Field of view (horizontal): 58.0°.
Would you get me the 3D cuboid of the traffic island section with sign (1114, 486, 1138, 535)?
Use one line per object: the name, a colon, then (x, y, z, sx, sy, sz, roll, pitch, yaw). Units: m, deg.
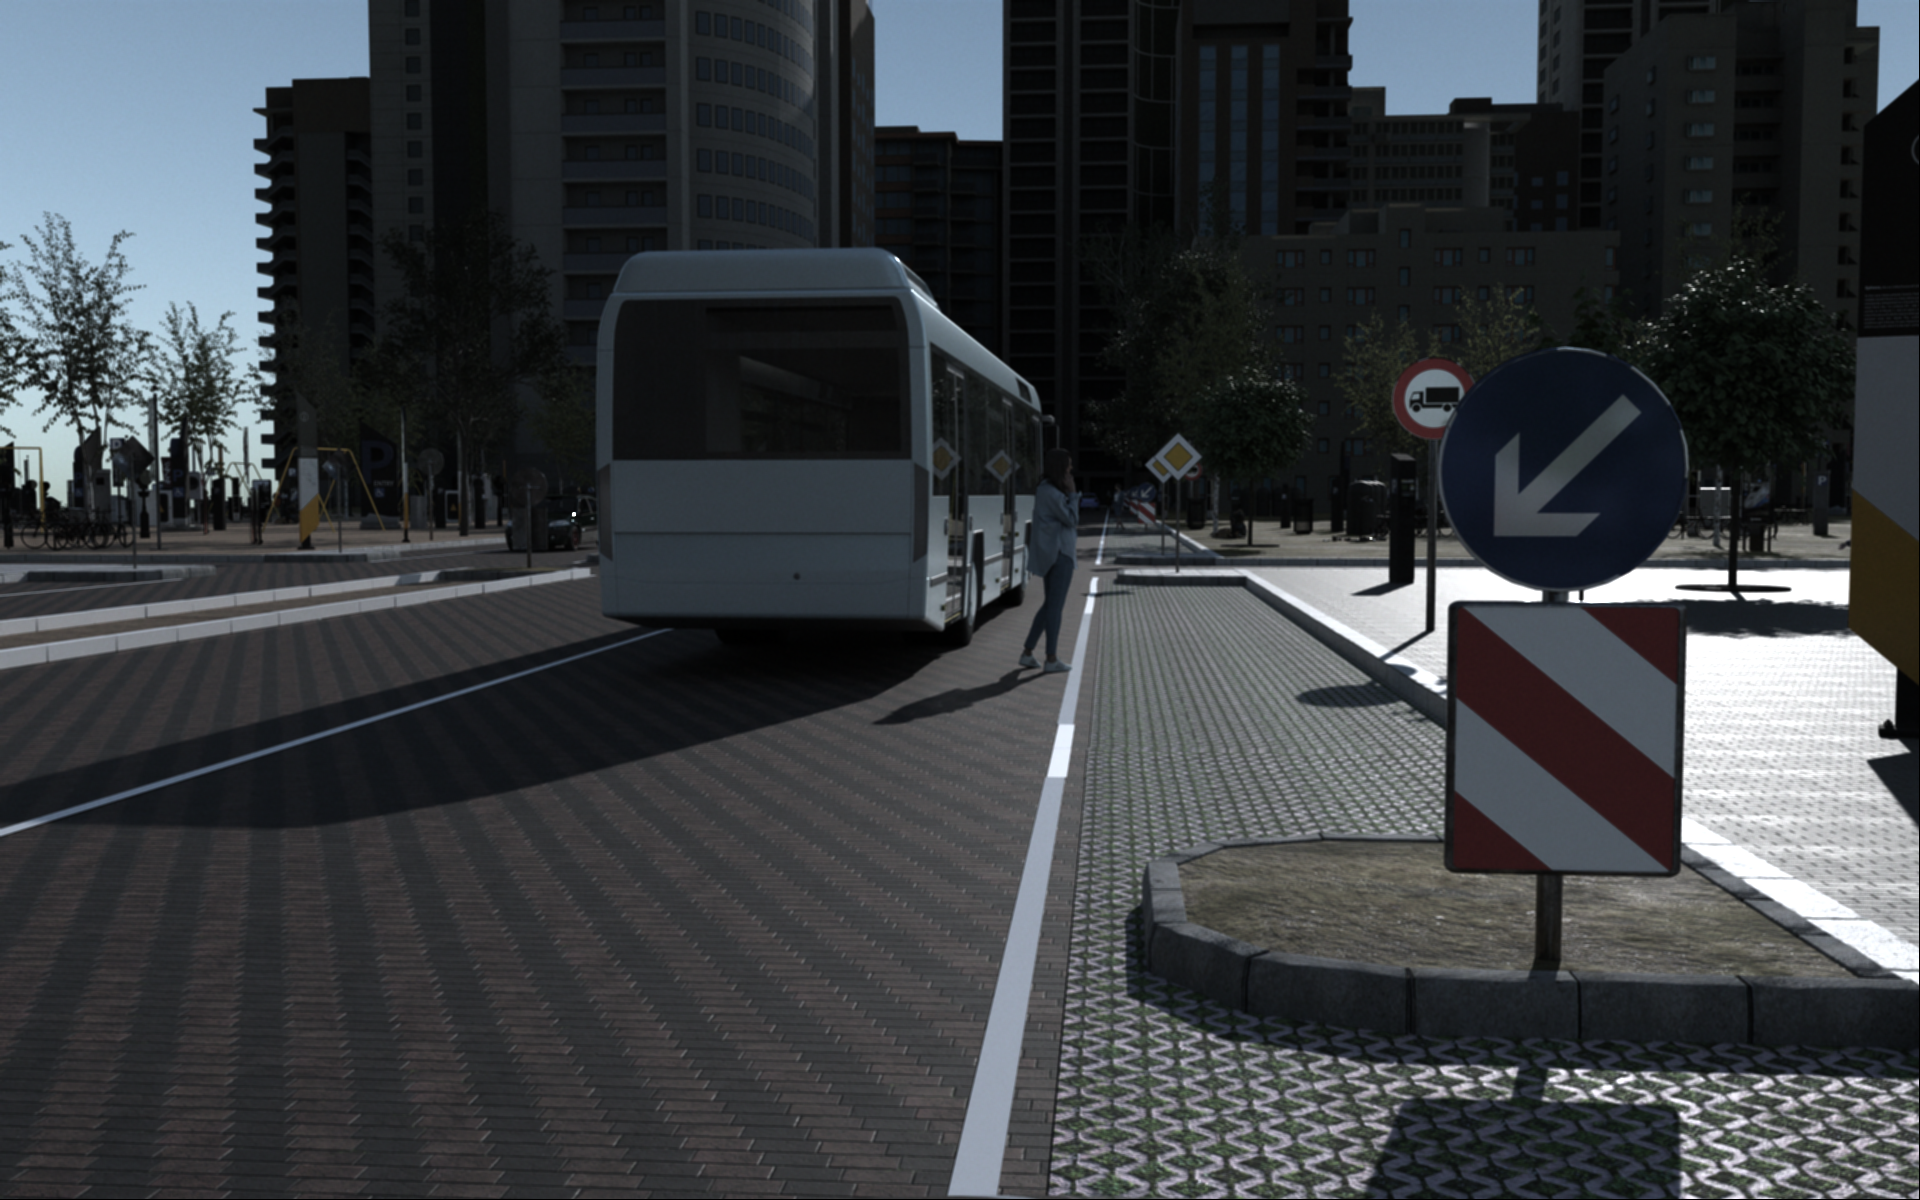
traffic island section with sign: (6.436, -3.198, 60.918, 1.989, 1.847, 2.006, 0, 4, 5)

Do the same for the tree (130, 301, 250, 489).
tree: (-28.808, -7.044, 65.539, 4.737, 8.622, 4.395, 0, 3, 0)

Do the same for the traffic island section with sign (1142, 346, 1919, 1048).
traffic island section with sign: (1.587, 0.193, 5.467, 1.989, 1.847, 2.006, 0, 4, 5)

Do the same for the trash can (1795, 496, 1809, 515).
trash can: (51.320, -5.745, 105.581, 0.748, 1.137, 0.748, 0, 3, 0)

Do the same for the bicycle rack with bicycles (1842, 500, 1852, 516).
bicycle rack with bicycles: (52.085, -5.279, 99.698, 2.852, 0.926, 2.925, 3, 5, 42)

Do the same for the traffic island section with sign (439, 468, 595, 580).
traffic island section with sign: (-7.550, -1.308, 29.523, 2.006, 1.907, 1.989, 0, 4, 5)

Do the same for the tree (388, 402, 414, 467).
tree: (-31.766, -9.308, 102.548, 4.360, 8.622, 3.978, 0, 3, 0)

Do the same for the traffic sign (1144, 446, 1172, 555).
traffic sign: (4.246, -1.991, 36.194, 0.795, 2.450, 0.064, 0, 4, 5)

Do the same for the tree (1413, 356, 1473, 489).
tree: (25.779, -8.690, 92.447, 4.737, 8.622, 4.395, 0, 3, 0)

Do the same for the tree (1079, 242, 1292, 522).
tree: (10.714, -9.903, 78.930, 9.611, 12.733, 9.660, 0, 3, 0)

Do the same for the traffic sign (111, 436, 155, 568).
traffic sign: (-14.225, -1.600, 29.808, 0.795, 2.450, 0.064, 0, 4, 5)

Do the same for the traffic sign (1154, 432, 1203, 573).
traffic sign: (3.550, -1.504, 28.239, 0.795, 2.450, 0.064, 0, 4, 5)

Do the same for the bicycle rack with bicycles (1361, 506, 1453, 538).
bicycle rack with bicycles: (13.370, -2.352, 51.834, 2.925, 0.926, 2.852, 0, 4, -4)

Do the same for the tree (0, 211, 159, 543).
tree: (-22.856, -5.796, 45.130, 4.360, 8.622, 3.978, 0, 3, 0)

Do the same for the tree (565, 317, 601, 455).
tree: (-13.770, -7.372, 70.896, 4.360, 8.622, 3.978, 0, 3, 0)

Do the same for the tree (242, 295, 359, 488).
tree: (-24.049, -6.935, 63.753, 4.360, 8.622, 3.978, 0, 3, 0)

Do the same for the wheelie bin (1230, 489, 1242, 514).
wheelie bin: (16.413, -5.780, 102.404, 0.980, 1.594, 0.693, 3, 5, 40)

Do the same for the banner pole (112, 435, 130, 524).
banner pole: (-35.535, -5.103, 73.456, 0.401, 3.779, 0.863, 3, 5, 41)

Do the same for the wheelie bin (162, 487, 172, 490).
wheelie bin: (-36.534, -4.410, 80.005, 0.693, 1.594, 0.980, 1, 4, 21)

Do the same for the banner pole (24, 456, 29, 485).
banner pole: (-60.475, -7.478, 112.284, 0.401, 3.779, 0.863, -1, 4, -9)

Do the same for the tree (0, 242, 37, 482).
tree: (-27.211, -5.923, 47.199, 4.737, 8.622, 4.395, 0, 3, 0)

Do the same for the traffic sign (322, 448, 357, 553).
traffic sign: (-13.529, -2.087, 37.763, 0.795, 2.450, 0.064, 0, 4, 5)

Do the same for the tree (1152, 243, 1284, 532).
tree: (7.644, -6.194, 51.641, 4.737, 8.622, 4.395, 0, 3, 0)

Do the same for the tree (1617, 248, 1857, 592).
tree: (10.436, -2.410, 23.122, 4.285, 4.588, 4.351, 0, 3, 0)

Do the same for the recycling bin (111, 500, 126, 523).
recycling bin: (-38.015, -3.992, 77.830, 0.722, 1.027, 0.722, 0, 4, 6)

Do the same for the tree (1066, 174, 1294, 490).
tree: (12.967, -15.134, 103.328, 12.611, 20.169, 13.585, 0, 3, 0)

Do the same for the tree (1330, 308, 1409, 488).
tree: (16.951, -7.282, 69.420, 4.360, 8.622, 3.978, 0, 3, 0)

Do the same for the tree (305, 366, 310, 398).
tree: (-30.546, -8.340, 86.716, 4.737, 8.622, 4.395, 0, 3, 0)

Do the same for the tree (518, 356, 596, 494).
tree: (-20.059, -8.356, 86.983, 4.737, 8.622, 4.395, 0, 3, 0)

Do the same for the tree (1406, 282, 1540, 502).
tree: (18.077, -6.671, 59.439, 4.360, 8.622, 3.978, 0, 3, 0)

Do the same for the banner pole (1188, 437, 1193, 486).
banner pole: (9.116, -4.797, 68.447, 0.401, 3.779, 0.863, 1, 4, 21)

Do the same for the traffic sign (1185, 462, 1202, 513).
traffic sign: (8.648, -3.949, 64.679, 0.768, 2.556, 0.104, 1, 4, 12)

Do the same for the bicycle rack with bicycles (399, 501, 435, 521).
bicycle rack with bicycles: (-25.973, -4.289, 83.505, 2.925, 0.926, 2.852, -2, 4, -24)

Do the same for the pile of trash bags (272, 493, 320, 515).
pile of trash bags: (-41.718, -6.031, 108.359, 3.447, 1.369, 1.912, 2, 4, 27)

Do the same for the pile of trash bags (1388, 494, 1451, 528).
pile of trash bags: (16.881, -3.418, 65.630, 3.447, 1.369, 1.912, -2, 4, -24)

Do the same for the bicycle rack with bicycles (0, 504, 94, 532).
bicycle rack with bicycles: (-34.296, -3.148, 64.852, 2.925, 0.926, 2.852, -1, 4, -21)

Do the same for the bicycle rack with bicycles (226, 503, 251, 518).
bicycle rack with bicycles: (-39.044, -4.956, 94.419, 2.925, 0.926, 2.852, -3, 5, -41)

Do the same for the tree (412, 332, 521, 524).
tree: (-20.653, -7.491, 72.841, 4.360, 8.622, 3.978, 0, 3, 0)

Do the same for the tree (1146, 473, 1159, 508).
tree: (19.068, -10.970, 173.963, 1.663, 3.219, 1.824, 0, 3, 0)

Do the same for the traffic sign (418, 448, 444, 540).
traffic sign: (-14.672, -2.929, 47.999, 0.768, 2.556, 0.104, 1, 4, 9)

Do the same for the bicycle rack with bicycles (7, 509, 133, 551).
bicycle rack with bicycles: (-20.807, -1.676, 40.786, 2.852, 0.926, 2.925, 2, 4, 30)

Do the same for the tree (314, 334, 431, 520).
tree: (-25.817, -7.855, 78.796, 4.737, 8.622, 4.395, 0, 3, 0)

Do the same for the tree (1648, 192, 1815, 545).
tree: (19.217, -5.693, 43.443, 4.737, 8.622, 4.395, 0, 3, 0)

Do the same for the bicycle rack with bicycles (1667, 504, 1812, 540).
bicycle rack with bicycles: (22.087, -2.215, 49.593, 2.852, 0.926, 2.925, -2, 4, -32)

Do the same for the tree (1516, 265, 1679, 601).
tree: (5.354, -1.236, 14.812, 1.663, 3.219, 1.824, 0, 3, 0)

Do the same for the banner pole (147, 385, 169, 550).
banner pole: (-18.600, -3.056, 39.986, 0.401, 3.779, 0.863, -3, 5, -39)

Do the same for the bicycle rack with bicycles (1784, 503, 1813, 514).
bicycle rack with bicycles: (33.995, -3.586, 72.015, 2.925, 0.926, 2.852, 1, 4, 22)

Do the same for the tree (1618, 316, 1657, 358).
tree: (27.716, -7.343, 70.415, 4.360, 8.622, 3.978, 0, 3, 0)

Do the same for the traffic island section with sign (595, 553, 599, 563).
traffic island section with sign: (-6.895, -1.759, 36.902, 2.006, 1.907, 1.989, 0, 4, 5)

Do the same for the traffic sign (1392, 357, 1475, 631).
traffic sign: (4.423, -0.985, 16.207, 0.768, 2.556, 0.104, 1, 4, 12)

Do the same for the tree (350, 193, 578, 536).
tree: (-14.939, -7.247, 52.907, 8.767, 10.594, 7.601, 3, 4, 38)

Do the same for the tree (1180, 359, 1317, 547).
tree: (7.020, -3.579, 42.233, 4.285, 4.588, 4.351, 0, 3, 0)
